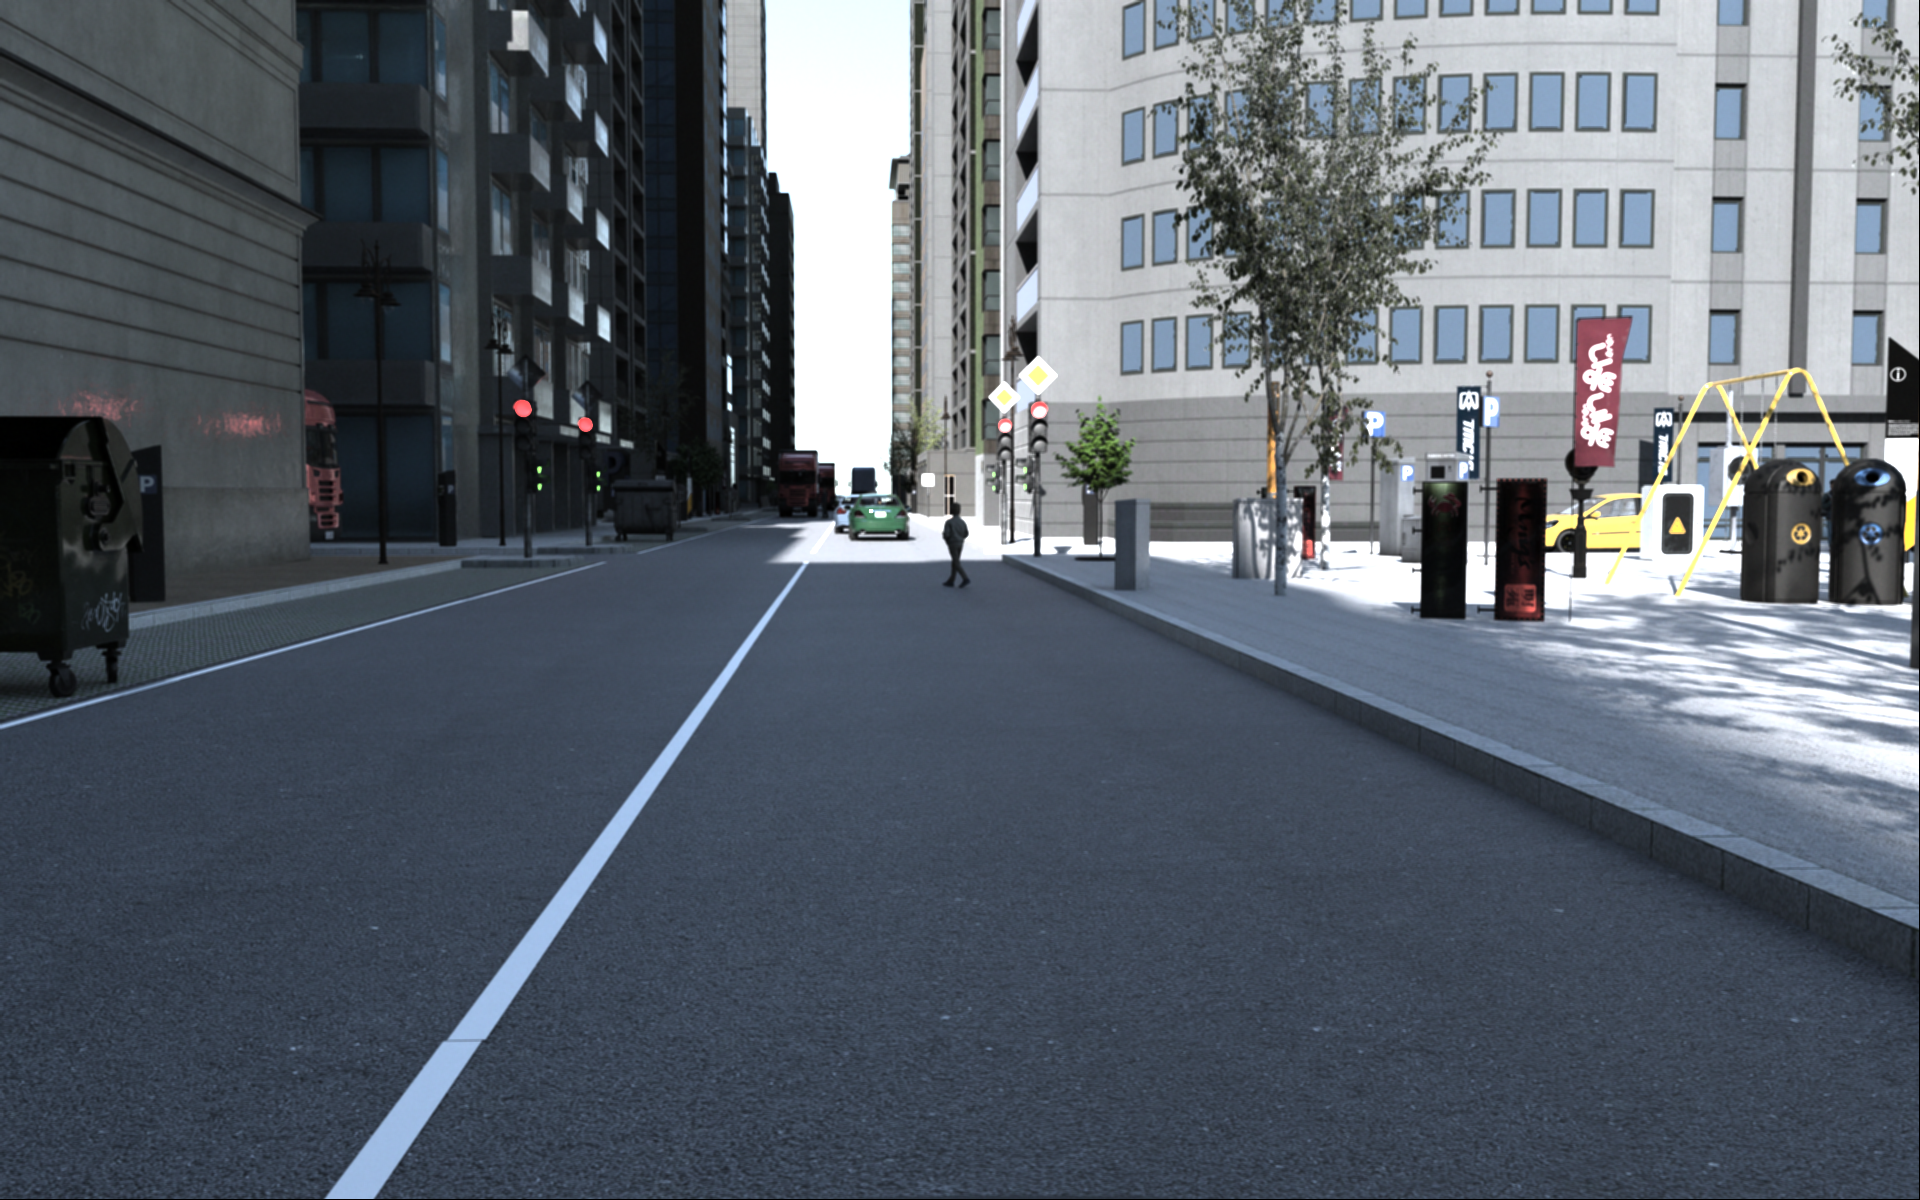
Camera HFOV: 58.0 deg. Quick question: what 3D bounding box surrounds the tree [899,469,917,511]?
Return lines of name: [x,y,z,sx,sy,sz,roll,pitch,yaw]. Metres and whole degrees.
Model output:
tree: [-3.690,-8.481,133.266,1.663,3.219,1.824,0,3,0]

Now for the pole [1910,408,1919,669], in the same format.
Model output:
pole: [7.093,-1.147,12.603,0.158,3.312,0.155,0,3,0]

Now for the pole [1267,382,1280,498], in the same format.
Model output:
pole: [5.698,-2.306,31.546,0.158,3.312,0.155,0,3,0]

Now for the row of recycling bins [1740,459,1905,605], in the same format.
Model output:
row of recycling bins: [11.008,-0.795,20.104,3.534,1.692,1.069,2,4,24]

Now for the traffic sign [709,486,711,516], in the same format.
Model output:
traffic sign: [-14.287,-6.045,98.941,0.768,2.556,0.104,0,4,4]

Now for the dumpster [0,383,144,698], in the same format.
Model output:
dumpster: [-7.128,-0.458,12.433,1.985,2.255,1.502,0,4,-5]

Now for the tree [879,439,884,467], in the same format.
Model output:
tree: [-7.838,-15.900,210.328,4.737,8.622,4.395,0,3,0]

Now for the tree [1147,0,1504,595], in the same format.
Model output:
tree: [4.189,-4.353,21.529,4.360,8.622,3.978,0,3,0]

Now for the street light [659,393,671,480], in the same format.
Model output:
street light: [-13.402,-6.491,78.917,0.468,5.910,1.993,0,4,-3]

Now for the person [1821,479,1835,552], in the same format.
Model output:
person: [20.408,-1.933,40.447,0.623,1.781,0.721,-1,4,-21]

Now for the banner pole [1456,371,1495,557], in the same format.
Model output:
banner pole: [10.541,-2.774,35.377,0.863,3.779,0.401,1,4,13]

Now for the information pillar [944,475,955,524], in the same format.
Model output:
information pillar: [-0.408,-3.875,67.854,0.304,2.012,0.304,-2,4,-31]

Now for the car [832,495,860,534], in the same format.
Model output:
car: [-3.733,-3.187,64.114,2.014,1.417,4.499,0,4,-2]

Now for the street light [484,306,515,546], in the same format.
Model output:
street light: [-11.355,-4.284,42.823,0.468,5.910,1.993,0,4,-3]

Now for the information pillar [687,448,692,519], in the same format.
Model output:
information pillar: [-13.731,-5.906,87.923,0.183,3.616,0.504,-2,4,-30]

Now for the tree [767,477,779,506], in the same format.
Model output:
tree: [-21.925,-12.613,200.830,1.663,3.219,1.824,0,3,0]

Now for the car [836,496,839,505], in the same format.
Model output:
car: [-13.878,-10.759,184.712,1.959,1.807,4.718,0,4,-4]

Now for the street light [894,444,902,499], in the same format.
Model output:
street light: [-5.541,-11.354,158.422,0.468,5.910,1.993,0,4,-3]

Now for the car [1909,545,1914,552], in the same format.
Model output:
car: [24.476,-1.922,40.106,5.304,1.827,2.281,0,4,-4]

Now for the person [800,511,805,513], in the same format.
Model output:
person: [-12.290,-7.705,134.469,1.348,1.826,0.705,-2,4,-31]

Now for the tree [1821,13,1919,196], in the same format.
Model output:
tree: [10.378,-3.982,15.469,4.360,8.622,3.978,0,3,0]

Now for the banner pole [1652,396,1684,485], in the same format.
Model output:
banner pole: [18.115,-3.315,44.222,0.863,3.779,0.401,1,4,21]

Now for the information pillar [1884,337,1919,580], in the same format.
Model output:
information pillar: [14.036,-2.108,25.823,0.504,3.616,0.183,1,4,22]

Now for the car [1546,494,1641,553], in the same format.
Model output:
car: [15.512,-1.919,41.604,3.980,1.641,2.015,0,4,-2]

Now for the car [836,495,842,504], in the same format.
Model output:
car: [-14.691,-11.708,203.779,2.083,1.381,4.827,0,4,-3]

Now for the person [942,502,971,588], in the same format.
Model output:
person: [-0.077,-0.846,26.605,0.640,1.303,0.475,3,5,41]

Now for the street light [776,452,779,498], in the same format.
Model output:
street light: [-20.248,-13.428,192.330,0.468,5.910,1.993,0,4,-3]

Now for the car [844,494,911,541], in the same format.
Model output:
car: [-2.593,-2.630,54.791,2.131,1.459,4.920,0,4,-5]

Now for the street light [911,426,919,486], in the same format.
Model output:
street light: [-3.295,-9.157,122.510,0.468,5.910,1.993,0,4,-3]

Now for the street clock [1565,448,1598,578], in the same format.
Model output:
street clock: [9.458,-1.334,26.381,0.471,2.002,0.358,1,4,14]

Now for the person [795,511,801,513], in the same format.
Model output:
person: [-12.359,-7.551,132.049,1.350,1.814,0.705,-3,5,-45]

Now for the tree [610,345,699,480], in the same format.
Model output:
tree: [-14.874,-8.211,84.607,4.360,8.622,3.978,0,3,0]

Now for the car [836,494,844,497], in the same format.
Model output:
car: [-16.735,-13.998,240.866,2.014,1.417,4.499,0,4,-4]

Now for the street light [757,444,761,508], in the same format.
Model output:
street light: [-18.107,-11.231,156.412,0.468,5.910,1.993,0,4,-3]

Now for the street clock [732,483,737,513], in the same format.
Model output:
street clock: [-15.278,-6.909,117.527,0.358,2.002,0.471,-1,4,-20]

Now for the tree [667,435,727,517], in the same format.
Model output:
tree: [-14.633,-6.898,96.491,4.285,4.588,4.351,0,3,0]

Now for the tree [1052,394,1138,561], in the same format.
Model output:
tree: [2.606,-2.385,33.596,1.663,3.219,1.824,0,3,0]

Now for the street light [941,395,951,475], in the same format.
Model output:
street light: [-0.670,-6.614,80.927,0.468,5.910,1.993,0,4,-3]

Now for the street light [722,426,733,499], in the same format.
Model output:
street light: [-15.503,-8.688,114.838,0.468,5.910,1.993,0,4,-3]

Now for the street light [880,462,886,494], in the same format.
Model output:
street light: [-10.503,-16.419,241.238,0.468,5.910,1.993,0,4,-3]

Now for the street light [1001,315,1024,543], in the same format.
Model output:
street light: [1.362,-4.417,45.002,0.468,5.910,1.993,0,4,-3]

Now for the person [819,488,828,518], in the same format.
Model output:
person: [-8.112,-5.756,102.793,0.590,1.801,0.661,0,4,-8]

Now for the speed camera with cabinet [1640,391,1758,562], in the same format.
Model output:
speed camera with cabinet: [14.141,-2.373,33.133,2.038,3.252,0.660,0,4,-6]

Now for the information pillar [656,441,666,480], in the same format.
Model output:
information pillar: [-13.292,-5.230,76.863,0.183,3.616,0.504,3,5,42]

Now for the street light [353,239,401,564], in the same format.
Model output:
street light: [-10.605,-3.601,31.667,0.468,5.910,1.993,0,4,-3]

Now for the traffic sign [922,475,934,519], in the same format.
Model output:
traffic sign: [-1.640,-5.305,88.868,0.606,2.300,0.079,0,3,0]

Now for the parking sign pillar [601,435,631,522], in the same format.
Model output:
parking sign pillar: [-15.607,-5.523,78.778,1.447,3.967,1.447,2,4,32]

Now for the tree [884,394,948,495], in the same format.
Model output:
tree: [-2.903,-10.777,126.562,4.737,8.622,4.395,0,3,0]

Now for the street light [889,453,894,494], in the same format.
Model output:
street light: [-8.239,-14.223,205.327,0.468,5.910,1.993,0,4,-3]
